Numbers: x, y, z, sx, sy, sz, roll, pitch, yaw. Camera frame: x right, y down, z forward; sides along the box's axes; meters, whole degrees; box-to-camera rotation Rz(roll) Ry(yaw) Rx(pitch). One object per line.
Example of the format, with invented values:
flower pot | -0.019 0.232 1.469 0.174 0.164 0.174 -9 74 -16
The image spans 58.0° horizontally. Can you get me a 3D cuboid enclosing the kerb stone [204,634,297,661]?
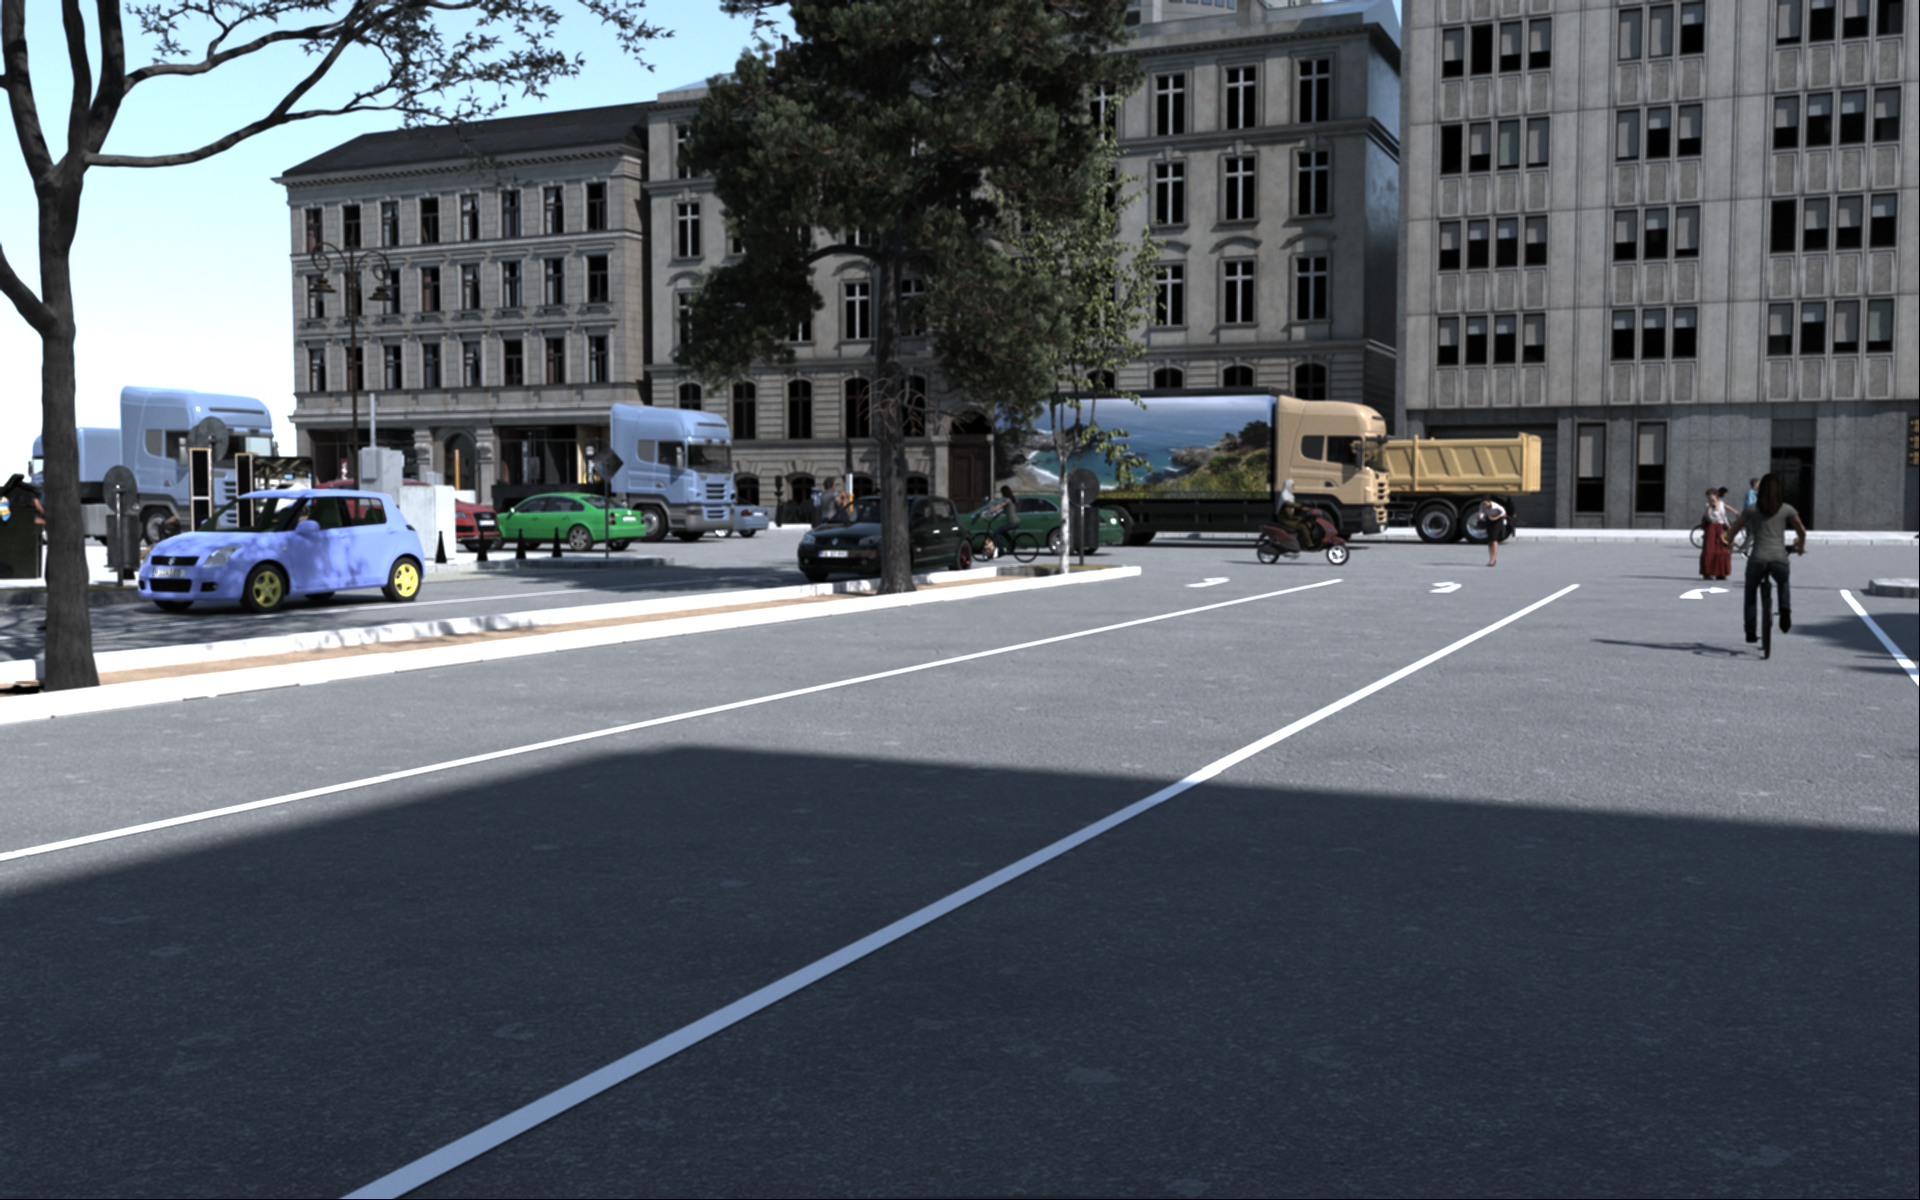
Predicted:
kerb stone | -6.282 0.429 15.229 0.120 0.150 1.000 2 4 25

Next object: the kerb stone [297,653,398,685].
kerb stone | -4.793 0.535 13.455 0.120 0.150 1.000 2 4 25

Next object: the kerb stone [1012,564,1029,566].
kerb stone | 1.020 -0.546 31.125 0.120 0.150 1.000 2 4 25

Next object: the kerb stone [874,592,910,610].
kerb stone | -0.939 0.020 21.865 0.120 0.150 1.000 2 4 25

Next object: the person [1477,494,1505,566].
person | 10.508 -1.389 34.404 0.628 1.438 0.799 0 4 5

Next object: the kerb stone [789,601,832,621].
kerb stone | -1.798 0.134 19.998 0.120 0.150 1.000 2 4 25

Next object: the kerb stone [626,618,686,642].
kerb stone | -3.079 0.307 17.198 0.120 0.150 1.000 2 4 25

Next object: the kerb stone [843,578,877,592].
kerb stone | -1.549 -0.204 25.530 0.120 0.150 1.000 2 4 25

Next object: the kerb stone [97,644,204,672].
kerb stone | -6.720 0.485 14.302 0.120 0.150 1.000 2 4 25

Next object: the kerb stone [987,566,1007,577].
kerb stone | 0.588 -0.489 30.194 0.120 0.150 1.000 2 4 25

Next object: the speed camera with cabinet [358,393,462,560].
speed camera with cabinet | -10.866 -2.426 34.006 2.038 3.252 0.660 2 4 27

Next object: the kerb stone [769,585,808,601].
kerb stone | -2.414 -0.090 23.660 0.120 0.150 1.000 2 4 25

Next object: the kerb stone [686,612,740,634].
kerb stone | -2.648 0.249 18.129 0.120 0.150 1.000 2 4 25

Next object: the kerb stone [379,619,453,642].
kerb stone | -5.424 0.311 17.117 0.120 0.150 1.000 2 4 25

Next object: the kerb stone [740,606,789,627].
kerb stone | -2.222 0.192 19.062 0.120 0.150 1.000 2 4 25

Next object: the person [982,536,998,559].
person | 0.650 -1.168 38.080 0.357 0.543 0.381 0 4 -4

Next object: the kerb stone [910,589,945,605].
kerb stone | -0.501 -0.036 22.801 0.120 0.150 1.000 2 4 25

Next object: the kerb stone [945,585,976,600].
kerb stone | -0.069 -0.091 23.731 0.120 0.150 1.000 2 4 25

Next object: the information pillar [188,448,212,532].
information pillar | -12.197 -1.427 27.824 0.304 2.012 0.304 -2 4 -27

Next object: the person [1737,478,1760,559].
person | 17.396 -1.795 38.199 0.444 1.785 0.601 2 4 28

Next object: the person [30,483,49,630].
person | -9.498 -0.498 18.105 0.593 1.643 0.415 1 4 11

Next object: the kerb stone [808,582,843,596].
kerb stone | -1.987 -0.147 24.593 0.120 0.150 1.000 2 4 25

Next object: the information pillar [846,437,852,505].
information pillar | -4.553 -4.868 70.945 0.183 3.616 0.504 -2 4 -27

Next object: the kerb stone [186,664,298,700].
kerb stone | -5.233 0.594 12.523 0.120 0.150 1.000 2 4 25

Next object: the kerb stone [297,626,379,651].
kerb stone | -5.859 0.368 16.179 0.120 0.150 1.000 2 4 25

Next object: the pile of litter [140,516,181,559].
pile of litter | -15.864 -1.238 34.209 1.176 0.858 1.719 -1 4 -21

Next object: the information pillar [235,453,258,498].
information pillar | -12.909 -1.646 31.399 0.304 2.012 0.304 0 4 -1

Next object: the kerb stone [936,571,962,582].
kerb stone | -0.272 -0.375 28.332 0.120 0.150 1.000 2 4 25

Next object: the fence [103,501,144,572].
fence | -14.346 -1.125 29.598 0.480 1.192 2.264 -2 4 -28

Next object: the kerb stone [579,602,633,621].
kerb stone | -4.132 0.140 19.914 0.120 0.150 1.000 2 4 25

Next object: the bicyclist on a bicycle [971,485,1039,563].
bicyclist on a bicycle | 0.910 -1.607 36.294 1.625 1.676 1.499 2 4 26

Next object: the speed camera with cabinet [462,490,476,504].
speed camera with cabinet | -21.401 -4.786 72.585 2.038 3.252 0.660 0 4 3

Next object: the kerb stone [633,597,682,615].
kerb stone | -3.705 0.082 20.848 0.120 0.150 1.000 2 4 25

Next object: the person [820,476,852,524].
person | -2.436 -1.568 34.488 0.716 1.782 0.532 3 5 41

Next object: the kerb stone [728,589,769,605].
kerb stone | -2.844 -0.029 22.727 0.120 0.150 1.000 2 4 25

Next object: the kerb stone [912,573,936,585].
kerb stone | -0.694 -0.318 27.397 0.120 0.150 1.000 2 4 25

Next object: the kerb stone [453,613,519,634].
kerb stone | -4.995 0.255 18.049 0.120 0.150 1.000 2 4 25

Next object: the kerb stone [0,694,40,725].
kerb stone | -6.082 0.708 10.652 0.120 0.150 1.000 2 4 25

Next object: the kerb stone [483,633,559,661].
kerb stone | -3.937 0.426 15.321 0.120 0.150 1.000 2 4 25

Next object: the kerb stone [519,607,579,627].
kerb stone | -4.561 0.197 18.982 0.120 0.150 1.000 2 4 25

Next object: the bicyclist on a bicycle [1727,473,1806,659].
bicyclist on a bicycle | 7.219 -0.334 15.488 1.499 1.676 1.625 2 4 24

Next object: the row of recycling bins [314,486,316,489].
row of recycling bins | -32.736 -4.855 86.495 1.069 1.692 3.534 0 4 7

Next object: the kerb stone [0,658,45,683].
kerb stone | -7.154 0.540 13.363 0.120 0.150 1.000 2 4 25

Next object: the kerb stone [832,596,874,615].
kerb stone | -1.359 0.078 20.929 0.120 0.150 1.000 2 4 25

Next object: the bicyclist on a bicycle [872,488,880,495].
bicyclist on a bicycle | -2.348 -2.462 50.279 1.625 1.676 1.499 2 4 26

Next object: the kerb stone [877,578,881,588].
kerb stone | -1.135 -0.261 26.469 0.120 0.150 1.000 2 4 25

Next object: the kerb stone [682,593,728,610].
kerb stone | -3.275 0.025 21.782 0.120 0.150 1.000 2 4 25

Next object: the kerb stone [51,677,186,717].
kerb stone | -5.654 0.649 11.586 0.120 0.150 1.000 2 4 25

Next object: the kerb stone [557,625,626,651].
kerb stone | -3.510 0.363 16.254 0.120 0.150 1.000 2 4 25

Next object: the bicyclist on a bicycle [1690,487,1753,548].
bicyclist on a bicycle | 20.033 -2.165 45.416 1.625 1.676 1.499 2 4 26

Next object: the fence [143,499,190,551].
fence | -17.239 -1.593 37.253 0.480 1.192 2.264 2 4 25

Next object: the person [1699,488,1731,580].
person | 12.574 -1.092 28.824 0.523 1.526 0.387 -1 4 -11

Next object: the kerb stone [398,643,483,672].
kerb stone | -4.368 0.487 14.391 0.120 0.150 1.000 2 4 25

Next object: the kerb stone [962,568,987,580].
kerb stone | 0.157 -0.426 29.264 0.120 0.150 1.000 2 4 25
